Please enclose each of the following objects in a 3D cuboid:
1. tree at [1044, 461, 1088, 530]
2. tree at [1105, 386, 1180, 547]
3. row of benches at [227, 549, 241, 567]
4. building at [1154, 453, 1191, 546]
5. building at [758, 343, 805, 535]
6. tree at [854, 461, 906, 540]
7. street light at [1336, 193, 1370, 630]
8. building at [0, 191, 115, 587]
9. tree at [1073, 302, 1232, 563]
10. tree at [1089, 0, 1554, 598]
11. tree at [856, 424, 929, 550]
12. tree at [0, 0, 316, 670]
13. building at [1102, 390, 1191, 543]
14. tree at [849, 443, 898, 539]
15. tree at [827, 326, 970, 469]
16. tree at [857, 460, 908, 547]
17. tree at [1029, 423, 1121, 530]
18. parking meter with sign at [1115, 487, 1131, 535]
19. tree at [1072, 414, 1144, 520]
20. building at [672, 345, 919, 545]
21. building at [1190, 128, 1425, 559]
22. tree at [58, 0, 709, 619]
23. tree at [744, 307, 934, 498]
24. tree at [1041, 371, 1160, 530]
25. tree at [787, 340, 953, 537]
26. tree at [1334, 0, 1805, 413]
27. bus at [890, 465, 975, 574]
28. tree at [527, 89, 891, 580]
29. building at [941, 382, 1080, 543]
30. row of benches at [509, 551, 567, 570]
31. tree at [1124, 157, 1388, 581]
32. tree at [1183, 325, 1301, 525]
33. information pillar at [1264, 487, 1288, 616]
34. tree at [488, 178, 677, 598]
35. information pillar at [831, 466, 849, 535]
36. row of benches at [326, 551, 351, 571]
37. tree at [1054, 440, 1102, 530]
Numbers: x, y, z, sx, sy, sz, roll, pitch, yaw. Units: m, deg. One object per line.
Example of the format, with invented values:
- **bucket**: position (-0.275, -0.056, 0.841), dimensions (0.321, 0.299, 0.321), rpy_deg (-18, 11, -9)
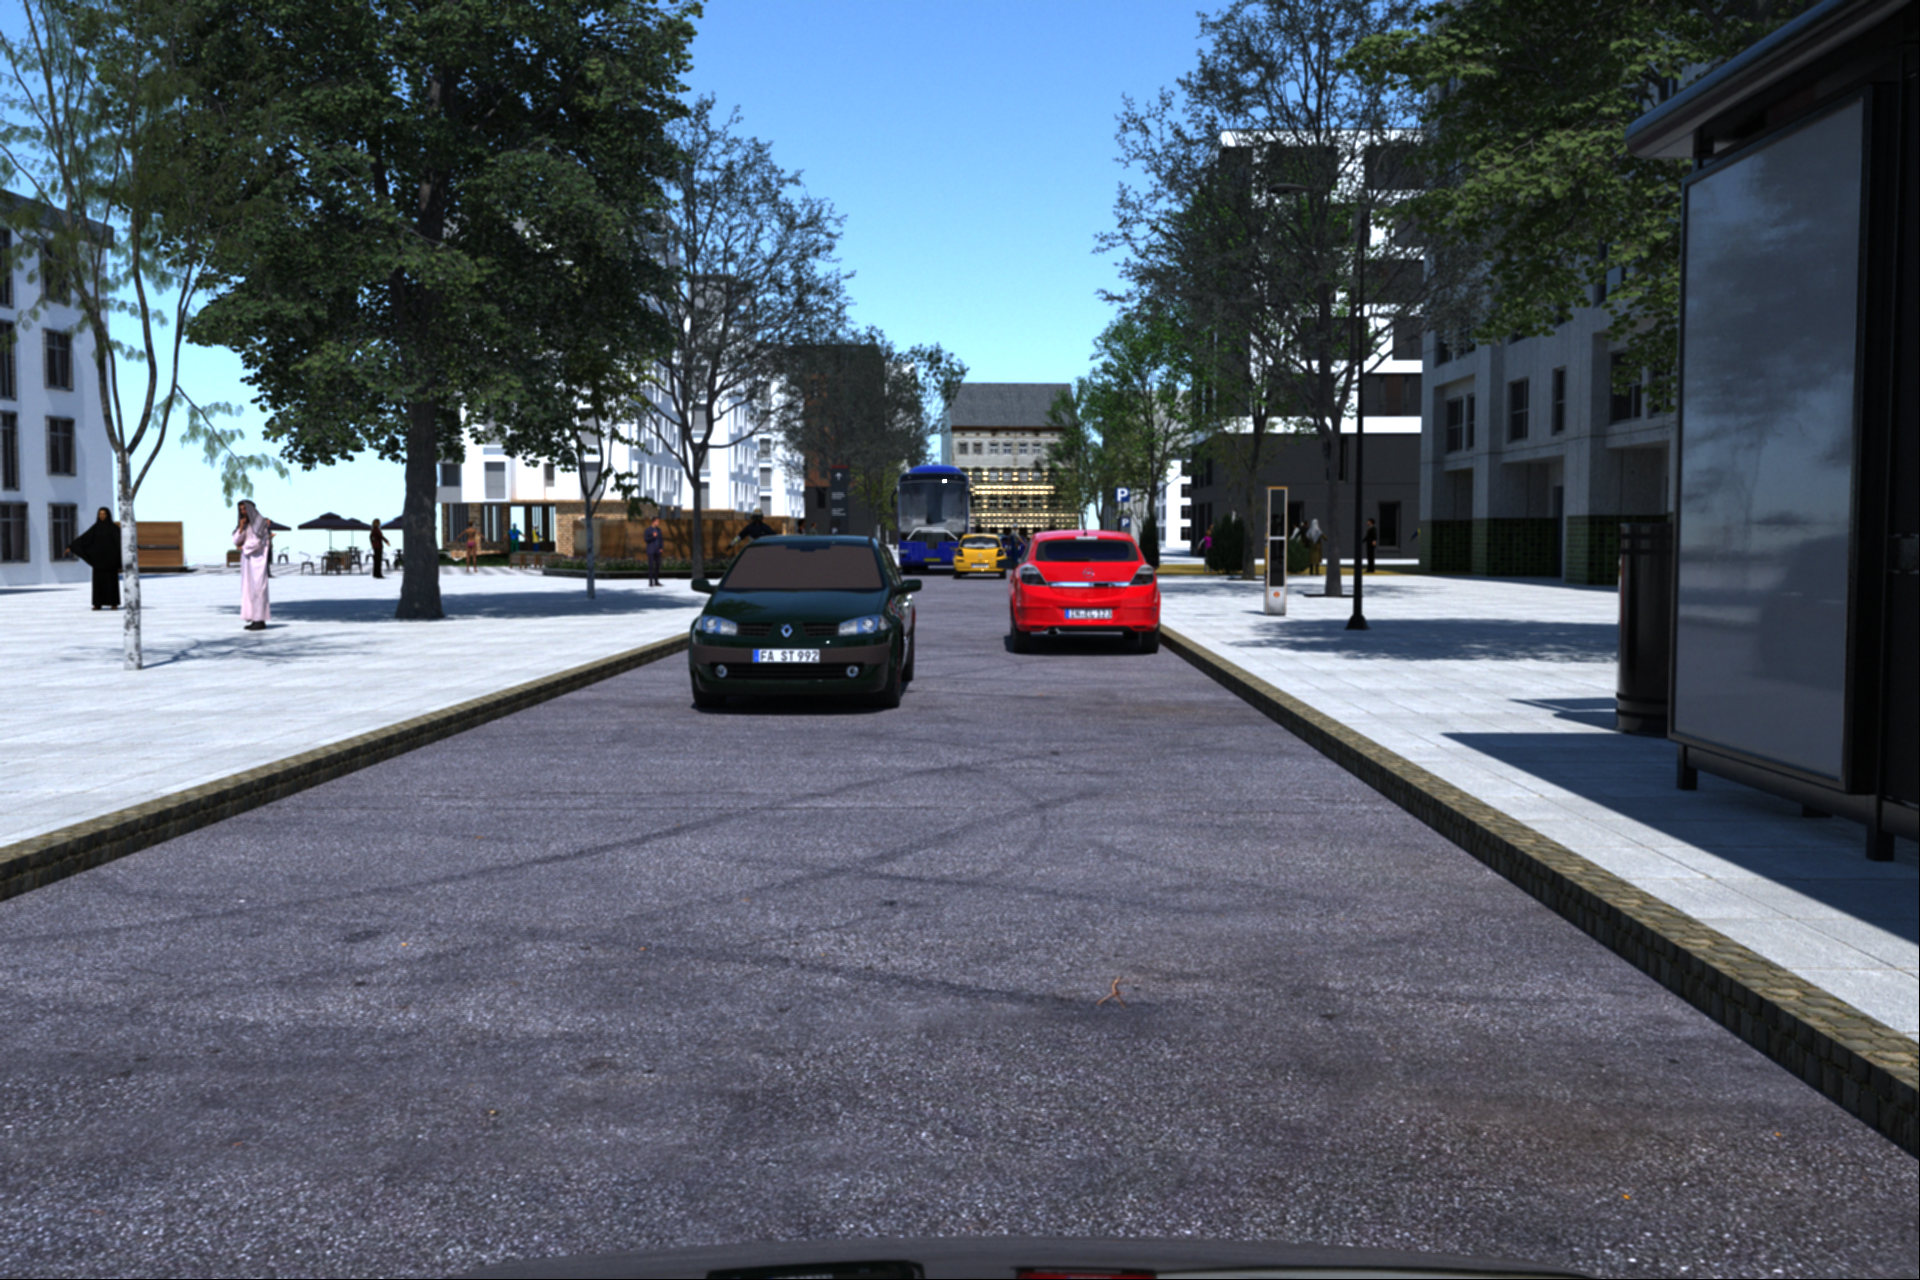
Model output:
- **tree**: position (10.244, -12.691, 157.861), dimensions (4.360, 8.622, 3.978), rpy_deg (0, 3, 0)
- **tree**: position (9.020, -8.357, 86.998), dimensions (4.737, 8.622, 4.395), rpy_deg (0, 3, 0)
- **row of benches**: position (-28.674, -3.246, 68.530), dimensions (1.422, 0.672, 4.104), rpy_deg (-1, 4, -22)
- **building**: position (25.883, -14.528, 179.675), dimensions (9.099, 9.664, 28.070), rpy_deg (0, 4, 1)
- **building**: position (-21.930, -19.339, 172.620), dimensions (16.016, 20.090, 11.380), rpy_deg (0, 4, 1)
- **tree**: position (-5.640, -10.665, 124.738), dimensions (4.737, 8.622, 4.395), rpy_deg (0, 3, 0)
- **street light**: position (5.885, -3.092, 23.099), dimensions (1.470, 5.913, 1.316), rpy_deg (0, 4, 1)
- **building**: position (-24.299, -5.590, 33.544), dimensions (9.099, 9.664, 28.070), rpy_deg (0, 4, 2)
- **tree**: position (8.492, -9.190, 76.005), dimensions (9.928, 11.665, 9.643), rpy_deg (0, 3, 0)
- **tree**: position (7.518, -7.620, 34.960), dimensions (12.009, 13.543, 11.850), rpy_deg (0, 3, 0)
- **tree**: position (-5.098, -12.748, 142.837), dimensions (7.601, 10.594, 8.767), rpy_deg (-3, 5, -44)
- **tree**: position (-7.828, -4.037, 16.360), dimensions (4.360, 8.622, 3.978), rpy_deg (0, 3, 0)
- **building**: position (27.462, -21.668, 220.733), dimensions (16.747, 18.905, 31.486), rpy_deg (0, 4, 1)
- **tree**: position (-5.774, -10.183, 116.850), dimensions (4.737, 8.622, 4.395), rpy_deg (0, 3, 0)
- **tree**: position (-5.793, -18.493, 158.249), dimensions (12.611, 20.169, 13.585), rpy_deg (0, 3, 0)
- **tree**: position (-5.723, -11.091, 131.696), dimensions (4.737, 8.622, 4.395), rpy_deg (0, 3, 0)
- **tree**: position (10.188, -12.890, 145.158), dimensions (7.601, 10.594, 8.767), rpy_deg (3, 5, 43)
- **parking meter with sign**: position (6.059, -4.142, 63.983), dimensions (0.543, 3.016, 1.738), rpy_deg (0, 4, 1)
- **tree**: position (8.912, -8.871, 95.409), dimensions (4.360, 8.622, 3.978), rpy_deg (0, 3, 0)
- **building**: position (-19.365, -21.971, 203.198), dimensions (27.936, 21.610, 32.646), rpy_deg (0, 4, 1)
- **building**: position (27.595, -15.879, 103.599), dimensions (27.936, 21.610, 32.646), rpy_deg (0, 4, 2)
- **tree**: position (-8.268, -7.308, 26.140), dimensions (9.857, 13.997, 8.962), rpy_deg (0, 3, 0)
- **tree**: position (-6.452, -11.217, 93.770), dimensions (12.009, 13.543, 11.850), rpy_deg (0, 3, 0)
- **tree**: position (8.973, -11.326, 110.938), dimensions (9.928, 11.665, 9.643), rpy_deg (0, 3, 0)
- **tree**: position (-5.572, -12.105, 108.282), dimensions (12.009, 13.543, 11.850), rpy_deg (0, 3, 0)
- **tree**: position (7.360, -6.009, 16.381), dimensions (7.486, 12.596, 7.792), rpy_deg (0, 3, 0)
- **bus**: position (-0.791, -4.498, 65.084), dimensions (2.896, 3.916, 12.251), rpy_deg (0, 4, 2)
- **tree**: position (-7.482, -8.464, 48.763), dimensions (12.009, 13.543, 11.850), rpy_deg (0, 3, 0)
- **building**: position (6.919, -25.480, 249.975), dimensions (18.063, 23.208, 19.493), rpy_deg (0, 4, -5)
- **row of benches**: position (-15.352, -2.899, 62.860), dimensions (1.422, 0.672, 4.104), rpy_deg (-2, 4, -35)
- **tree**: position (8.092, -7.439, 47.387), dimensions (9.928, 11.665, 9.643), rpy_deg (0, 3, 0)
- **tree**: position (9.576, -6.735, 60.475), dimensions (4.360, 8.622, 3.978), rpy_deg (0, 3, 0)
- **information pillar**: position (4.962, -1.391, 27.229), dimensions (0.304, 2.012, 0.304), rpy_deg (0, 4, 1)
- **tree**: position (-7.402, -5.119, 34.063), dimensions (4.737, 8.622, 4.395), rpy_deg (0, 3, 0)
- **information pillar**: position (-4.559, -4.667, 65.682), dimensions (0.750, 3.857, 0.750), rpy_deg (0, 4, 1)
- **row of benches**: position (-22.426, -2.879, 62.540), dimensions (1.422, 0.672, 4.104), rpy_deg (-1, 4, -16)
- **tree**: position (9.602, -11.259, 134.440), dimensions (4.737, 8.622, 4.395), rpy_deg (0, 3, 0)
